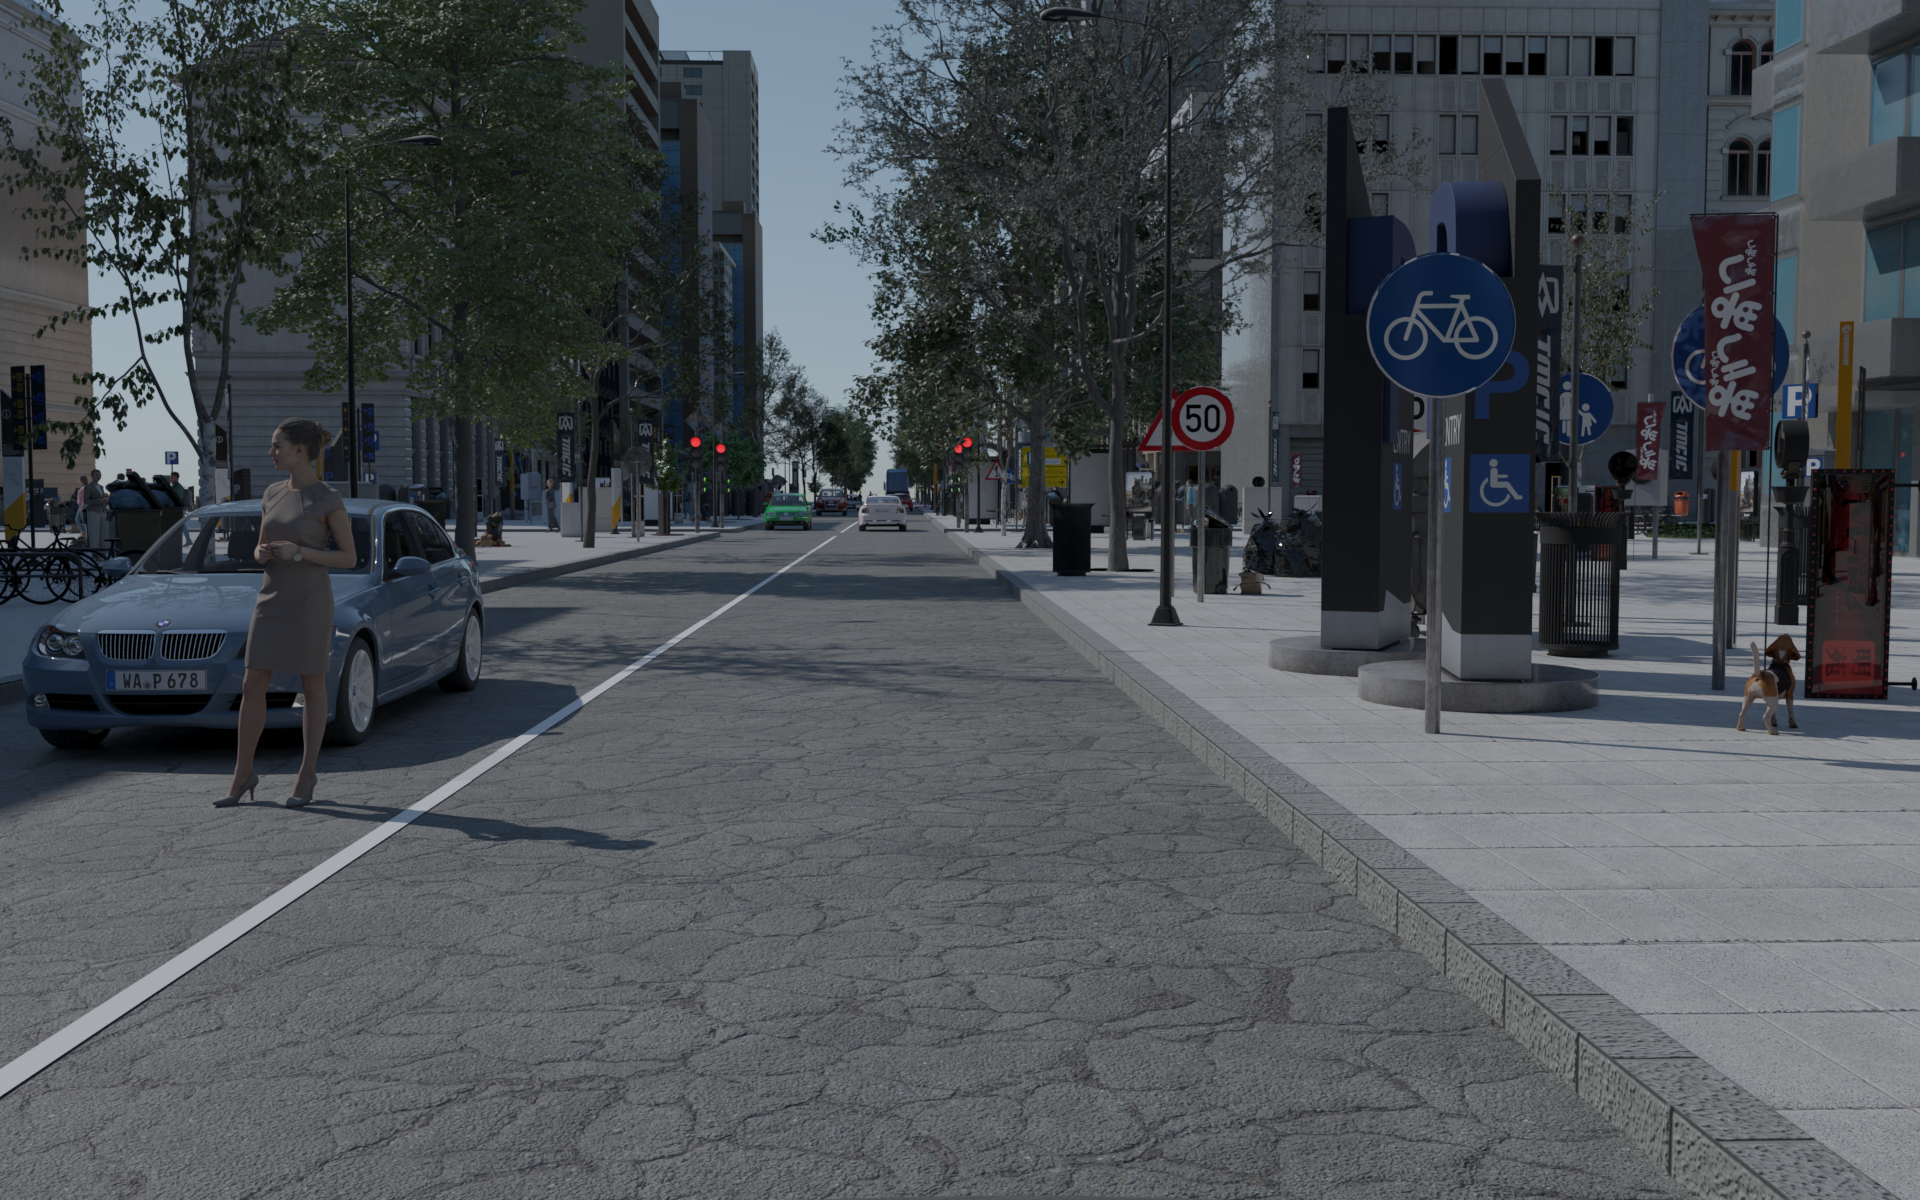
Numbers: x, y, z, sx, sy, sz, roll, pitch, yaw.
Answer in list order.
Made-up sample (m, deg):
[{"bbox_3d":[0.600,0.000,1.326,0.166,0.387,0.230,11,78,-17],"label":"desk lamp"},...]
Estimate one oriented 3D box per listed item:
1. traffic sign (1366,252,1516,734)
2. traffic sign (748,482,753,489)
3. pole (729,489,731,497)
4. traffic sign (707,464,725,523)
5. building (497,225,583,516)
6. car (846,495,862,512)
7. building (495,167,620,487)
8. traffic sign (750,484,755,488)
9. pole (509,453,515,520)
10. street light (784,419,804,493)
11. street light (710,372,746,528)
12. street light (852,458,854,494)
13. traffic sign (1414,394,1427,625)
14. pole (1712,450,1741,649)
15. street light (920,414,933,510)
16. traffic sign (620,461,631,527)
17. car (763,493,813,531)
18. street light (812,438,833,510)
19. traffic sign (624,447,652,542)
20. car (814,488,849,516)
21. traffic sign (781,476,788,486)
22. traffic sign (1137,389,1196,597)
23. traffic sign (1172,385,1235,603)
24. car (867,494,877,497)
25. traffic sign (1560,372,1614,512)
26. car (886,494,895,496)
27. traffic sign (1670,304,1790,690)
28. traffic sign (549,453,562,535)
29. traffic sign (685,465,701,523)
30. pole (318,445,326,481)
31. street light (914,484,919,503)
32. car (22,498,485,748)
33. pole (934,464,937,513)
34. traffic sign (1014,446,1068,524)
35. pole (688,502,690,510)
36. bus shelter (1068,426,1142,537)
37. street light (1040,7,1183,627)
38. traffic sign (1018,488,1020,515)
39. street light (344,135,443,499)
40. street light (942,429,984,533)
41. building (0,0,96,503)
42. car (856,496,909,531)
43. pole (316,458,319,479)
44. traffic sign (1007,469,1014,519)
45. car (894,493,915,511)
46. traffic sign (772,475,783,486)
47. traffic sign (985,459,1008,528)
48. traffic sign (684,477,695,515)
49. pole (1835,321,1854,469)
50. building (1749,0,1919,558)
[{"bbox_3d":[2.537,-0.558,9.221,0.768,2.556,0.104,0,4,7],"label":"traffic sign"},{"bbox_3d":[-13.555,-6.793,111.166,0.768,2.556,0.104,0,4,1],"label":"traffic sign"},{"bbox_3d":[-15.814,-7.656,119.011,0.158,3.312,0.155,0,3,0],"label":"pole"},{"bbox_3d":[-10.308,-4.471,73.202,0.768,2.556,0.104,0,4,6],"label":"traffic sign"},{"bbox_3d":[-29.970,-14.890,108.074,10.561,19.102,19.286,0,4,-2],"label":"building"},{"bbox_3d":[-9.020,-7.985,143.134,1.945,1.354,3.894,0,4,-1],"label":"car"},{"bbox_3d":[-32.211,-18.103,125.660,12.332,23.373,15.834,0,4,-2],"label":"building"},{"bbox_3d":[-13.719,-6.930,113.304,0.884,2.594,0.081,0,4,-1],"label":"traffic sign"},{"bbox_3d":[-22.015,-5.583,85.124,0.158,3.312,0.155,0,3,0],"label":"pole"},{"bbox_3d":[-10.228,-8.204,106.670,1.470,5.913,1.316,0,4,-2],"label":"street light"},{"bbox_3d":[-8.829,-5.720,66.068,1.470,5.913,1.316,0,4,-2],"label":"street light"},{"bbox_3d":[-14.387,-15.414,224.559,1.470,5.913,1.316,0,4,-2],"label":"street light"},{"bbox_3d":[4.541,-1.031,16.968,0.768,2.556,0.104,0,4,1],"label":"traffic sign"},{"bbox_3d":[6.361,-1.252,14.314,0.158,3.312,0.155,0,3,0],"label":"pole"},{"bbox_3d":[-1.464,-7.822,100.428,1.470,5.913,1.316,0,4,-2],"label":"street light"},{"bbox_3d":[-13.118,-4.099,67.126,0.768,2.556,0.104,0,4,6],"label":"traffic sign"},{"bbox_3d":[-6.858,-3.699,69.267,1.959,1.807,4.718,0,4,-3],"label":"car"},{"bbox_3d":[-11.410,-10.370,142.088,1.470,5.913,1.316,0,4,-2],"label":"street light"},{"bbox_3d":[-8.658,-2.839,46.526,0.768,2.556,0.104,0,4,4],"label":"traffic sign"},{"bbox_3d":[-8.530,-6.518,115.242,2.281,1.827,5.304,0,4,-3],"label":"car"},{"bbox_3d":[-13.117,-7.829,127.729,0.795,2.593,0.064,0,4,3],"label":"traffic sign"},{"bbox_3d":[2.639,-1.316,21.518,0.884,2.594,0.081,0,4,0],"label":"traffic sign"},{"bbox_3d":[2.851,-1.244,20.438,0.768,2.556,0.104,0,3,0],"label":"traffic sign"},{"bbox_3d":[-13.020,-15.264,259.153,1.945,1.707,3.694,0,4,-3],"label":"car"},{"bbox_3d":[6.433,-1.105,18.174,0.768,2.556,0.104,0,4,6],"label":"traffic sign"},{"bbox_3d":[-6.395,-9.370,165.203,2.014,1.417,4.499,0,4,-3],"label":"car"},{"bbox_3d":[4.970,-0.683,11.275,0.768,2.556,0.104,0,4,0],"label":"traffic sign"},{"bbox_3d":[-12.136,-3.218,52.720,0.768,2.556,0.104,0,4,6],"label":"traffic sign"},{"bbox_3d":[-11.651,-4.614,75.547,0.768,2.556,0.104,0,4,8],"label":"traffic sign"},{"bbox_3d":[-26.044,-4.716,70.957,0.158,3.312,0.155,0,3,0],"label":"pole"},{"bbox_3d":[-2.808,-10.271,140.479,1.470,5.913,1.316,0,4,-2],"label":"street light"},{"bbox_3d":[-4.350,0.040,11.343,2.014,1.417,4.499,0,4,-3],"label":"car"},{"bbox_3d":[-1.670,-7.488,116.277,0.158,3.312,0.155,0,3,0],"label":"pole"},{"bbox_3d":[3.431,-4.857,73.292,2.265,3.308,0.079,0,4,-1],"label":"traffic sign"},{"bbox_3d":[-19.030,-7.799,121.357,0.158,3.312,0.155,0,3,0],"label":"pole"},{"bbox_3d":[4.421,-3.692,54.291,2.014,3.302,5.546,0,4,-2],"label":"bus shelter"},{"bbox_3d":[1.466,-2.703,16.729,1.470,5.913,1.316,0,4,-2],"label":"street light"},{"bbox_3d":[3.191,-5.721,93.637,0.768,2.556,0.104,0,4,4],"label":"traffic sign"},{"bbox_3d":[-7.396,-3.061,22.581,1.470,5.913,1.316,0,4,-2],"label":"street light"},{"bbox_3d":[0.079,-5.189,57.384,1.470,5.913,1.316,0,4,-2],"label":"street light"},{"bbox_3d":[-54.653,-18.185,83.230,20.117,28.700,13.634,0,4,-2],"label":"building"},{"bbox_3d":[-3.040,-3.402,67.989,2.083,1.381,4.827,0,4,-3],"label":"car"},{"bbox_3d":[-28.741,-5.122,77.580,0.158,3.312,0.155,0,3,0],"label":"pole"},{"bbox_3d":[2.509,-5.413,88.602,0.768,2.556,0.104,0,4,-1],"label":"traffic sign"},{"bbox_3d":[-4.820,-8.259,144.082,2.155,1.783,4.494,0,4,-2],"label":"car"},{"bbox_3d":[-11.926,-6.911,113.097,0.768,2.556,0.104,0,4,6],"label":"traffic sign"},{"bbox_3d":[1.378,-3.986,65.174,0.884,2.594,0.081,0,4,2],"label":"traffic sign"},{"bbox_3d":[-14.022,-5.512,90.224,0.768,2.556,0.104,0,4,-2],"label":"traffic sign"},{"bbox_3d":[10.477,-1.634,20.554,0.158,3.312,0.155,0,3,0],"label":"pole"},{"bbox_3d":[29.368,-24.986,28.135,23.786,49.044,30.456,0,4,-2],"label":"building"}]
